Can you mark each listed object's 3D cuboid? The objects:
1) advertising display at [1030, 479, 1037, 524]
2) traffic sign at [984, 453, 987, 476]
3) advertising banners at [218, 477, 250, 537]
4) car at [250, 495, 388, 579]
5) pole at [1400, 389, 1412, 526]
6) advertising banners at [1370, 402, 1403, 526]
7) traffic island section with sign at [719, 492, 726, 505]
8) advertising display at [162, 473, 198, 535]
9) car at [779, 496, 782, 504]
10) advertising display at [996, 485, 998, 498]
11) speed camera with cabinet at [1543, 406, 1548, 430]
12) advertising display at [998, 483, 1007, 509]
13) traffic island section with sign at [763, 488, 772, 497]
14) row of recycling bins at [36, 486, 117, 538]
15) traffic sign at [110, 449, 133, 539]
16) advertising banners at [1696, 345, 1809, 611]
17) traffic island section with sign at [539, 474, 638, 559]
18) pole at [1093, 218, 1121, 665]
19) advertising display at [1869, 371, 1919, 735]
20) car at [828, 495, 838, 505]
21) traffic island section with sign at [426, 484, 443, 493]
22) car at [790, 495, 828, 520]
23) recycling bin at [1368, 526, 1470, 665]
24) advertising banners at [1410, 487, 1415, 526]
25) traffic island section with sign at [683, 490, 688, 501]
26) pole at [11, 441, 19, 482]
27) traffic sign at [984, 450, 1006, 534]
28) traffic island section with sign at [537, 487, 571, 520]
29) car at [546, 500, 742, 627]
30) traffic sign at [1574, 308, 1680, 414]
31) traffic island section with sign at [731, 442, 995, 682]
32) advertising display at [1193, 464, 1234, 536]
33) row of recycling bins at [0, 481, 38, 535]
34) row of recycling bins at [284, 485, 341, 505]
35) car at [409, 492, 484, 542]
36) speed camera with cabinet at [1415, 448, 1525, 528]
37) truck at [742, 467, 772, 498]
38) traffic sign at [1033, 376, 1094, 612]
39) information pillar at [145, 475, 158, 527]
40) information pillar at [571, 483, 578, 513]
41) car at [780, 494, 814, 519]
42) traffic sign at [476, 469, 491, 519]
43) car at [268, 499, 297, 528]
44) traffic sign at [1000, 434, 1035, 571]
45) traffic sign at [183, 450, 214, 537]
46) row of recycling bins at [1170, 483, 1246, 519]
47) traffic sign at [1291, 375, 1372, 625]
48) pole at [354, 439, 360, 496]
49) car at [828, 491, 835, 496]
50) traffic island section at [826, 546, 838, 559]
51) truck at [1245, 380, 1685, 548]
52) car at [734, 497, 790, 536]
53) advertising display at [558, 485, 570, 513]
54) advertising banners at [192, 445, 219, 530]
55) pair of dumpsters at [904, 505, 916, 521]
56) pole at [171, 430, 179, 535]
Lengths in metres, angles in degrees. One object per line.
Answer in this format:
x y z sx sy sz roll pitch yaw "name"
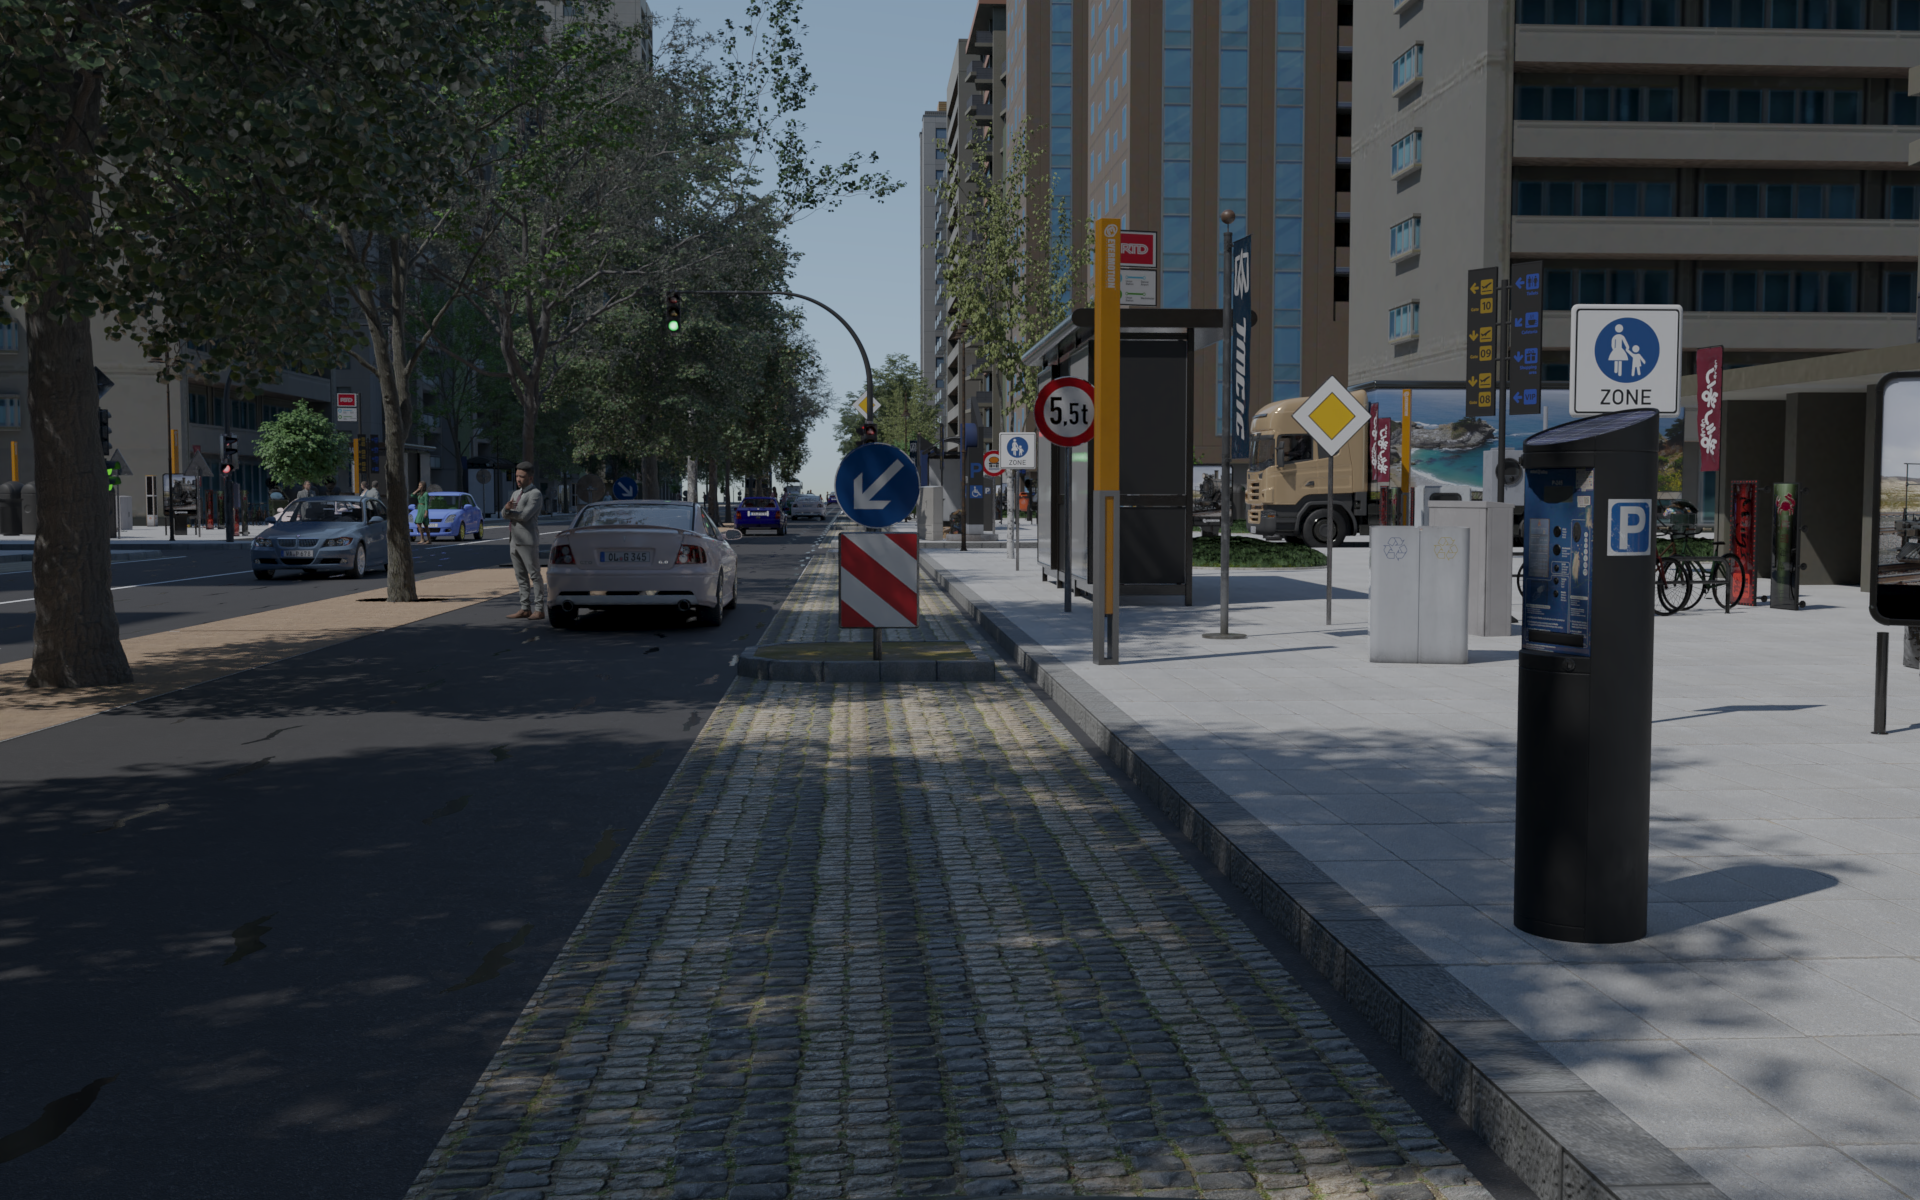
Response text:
3.410 -4.165 73.313 0.974 1.923 0.123 -2 4 -28 "advertising display"
0.574 -3.204 52.484 0.768 2.556 0.104 0 4 4 "traffic sign"
-21.953 -3.442 52.465 0.090 3.025 2.074 0 4 -3 "advertising banners"
-11.152 -1.149 30.785 2.014 1.417 4.499 0 4 -5 "car"
8.708 -2.445 33.812 0.158 3.312 0.155 0 3 0 "pole"
7.956 -2.217 32.433 0.090 3.025 2.074 0 4 -2 "advertising banners"
-30.750 -13.436 228.301 1.989 1.847 2.006 0 4 -4 "traffic island section with sign"
-24.236 -2.973 53.830 0.974 1.923 0.123 -2 4 -24 "advertising display"
-25.325 -14.626 251.720 1.945 1.354 3.894 0 4 -2 "car"
2.746 -7.019 119.970 0.123 1.923 0.974 -2 4 -25 "advertising display"
13.880 -2.749 39.286 2.038 3.252 0.660 0 4 0 "speed camera with cabinet"
2.663 -5.797 99.991 0.123 1.923 0.974 3 4 38 "advertising display"
-13.527 -6.930 121.440 2.006 1.907 1.989 0 4 -4 "traffic island section with sign"
-25.909 -2.689 51.085 3.534 1.692 1.069 3 5 42 "row of recycling bins"
-24.022 -3.022 49.410 0.884 2.594 0.081 0 4 1 "traffic sign"
9.023 -1.447 19.851 0.090 3.025 2.074 -1 4 -10 "advertising banners"
-8.426 -1.891 39.052 2.006 1.907 1.989 0 4 -4 "traffic island section with sign"
1.098 -1.169 12.952 0.158 3.312 0.155 0 3 0 "pole"
5.267 -0.230 8.969 0.974 1.923 0.123 2 4 34 "advertising display"
-16.356 -12.998 225.100 1.945 1.354 3.894 0 4 -5 "car"
-20.861 -3.662 68.506 1.989 1.847 2.006 0 4 -4 "traffic island section with sign"
-8.354 -5.093 95.627 2.083 1.381 4.827 0 4 -4 "car"
3.542 -0.052 13.409 0.722 1.027 0.722 1 4 12 "recycling bin"
10.063 -2.618 38.989 0.090 3.025 2.074 -2 4 -32 "advertising banners"
-27.321 -10.048 172.910 1.989 1.847 2.006 0 4 -4 "traffic island section with sign"
-36.658 -4.488 67.224 0.158 3.312 0.155 0 3 0 "pole"
0.985 -3.066 50.238 0.768 2.556 0.104 0 4 1 "traffic sign"
-22.523 -5.308 95.410 1.989 1.847 2.006 0 4 -4 "traffic island section with sign"
-3.606 -0.473 20.102 2.083 1.381 4.827 0 4 -4 "car"
3.601 -0.448 9.448 0.606 2.300 0.079 0 4 -3 "traffic sign"
-0.783 -0.332 14.049 1.989 1.847 2.006 0 4 -4 "traffic island section with sign"
5.377 -1.958 37.224 0.974 1.923 0.123 0 4 -2 "advertising display"
-29.533 -2.919 54.841 3.534 1.692 1.069 1 4 12 "row of recycling bins"
-28.324 -4.213 76.000 1.069 1.692 3.534 1 4 14 "row of recycling bins"
-15.864 -2.672 53.275 1.945 1.707 3.694 0 4 -2 "car"
10.178 -2.462 34.583 2.038 3.252 0.660 0 4 -1 "speed camera with cabinet"
-20.026 -11.199 172.014 2.839 4.237 11.283 0 4 -5 "truck"
1.177 -1.143 18.797 0.768 2.556 0.104 0 4 1 "traffic sign"
-31.773 -3.889 68.085 0.304 2.012 0.304 0 4 1 "information pillar"
-26.441 -6.994 118.848 0.304 2.012 0.304 1 4 17 "information pillar"
-9.526 -5.494 101.633 2.131 1.459 4.920 0 4 -3 "car"
-24.148 -5.365 87.828 0.768 2.556 0.104 0 4 -2 "traffic sign"
-19.687 -2.492 53.103 2.083 1.381 4.827 0 4 -4 "car"
0.959 -1.636 28.876 0.606 2.300 0.079 0 4 6 "traffic sign"
-22.560 -3.138 51.312 0.884 2.594 0.081 0 4 -3 "traffic sign"
9.354 -3.570 65.477 3.534 1.692 1.069 -2 4 -35 "row of recycling bins"
3.609 -0.961 16.892 0.795 2.450 0.064 0 4 -3 "traffic sign"
-22.306 -4.294 64.055 0.158 3.312 0.155 0 3 0 "pole"
-17.394 -14.364 243.526 2.281 1.827 5.304 0 4 -2 "car"
-2.011 -1.035 39.208 2.009 0.180 2.903 0 4 -4 "traffic island section"
12.361 -3.368 43.973 11.283 4.237 2.839 0 4 -3 "truck"
-6.939 -2.927 60.429 1.945 1.354 3.894 0 4 -4 "car"
-27.338 -6.988 119.459 0.123 1.923 0.974 2 4 35 "advertising display"
-27.037 -4.048 62.377 0.090 3.025 2.074 0 4 7 "advertising banners"
-2.140 -5.060 85.228 1.574 2.255 4.437 0 4 -3 "pair of dumpsters"
-24.809 -3.728 54.798 0.158 3.312 0.155 0 3 0 "pole"
